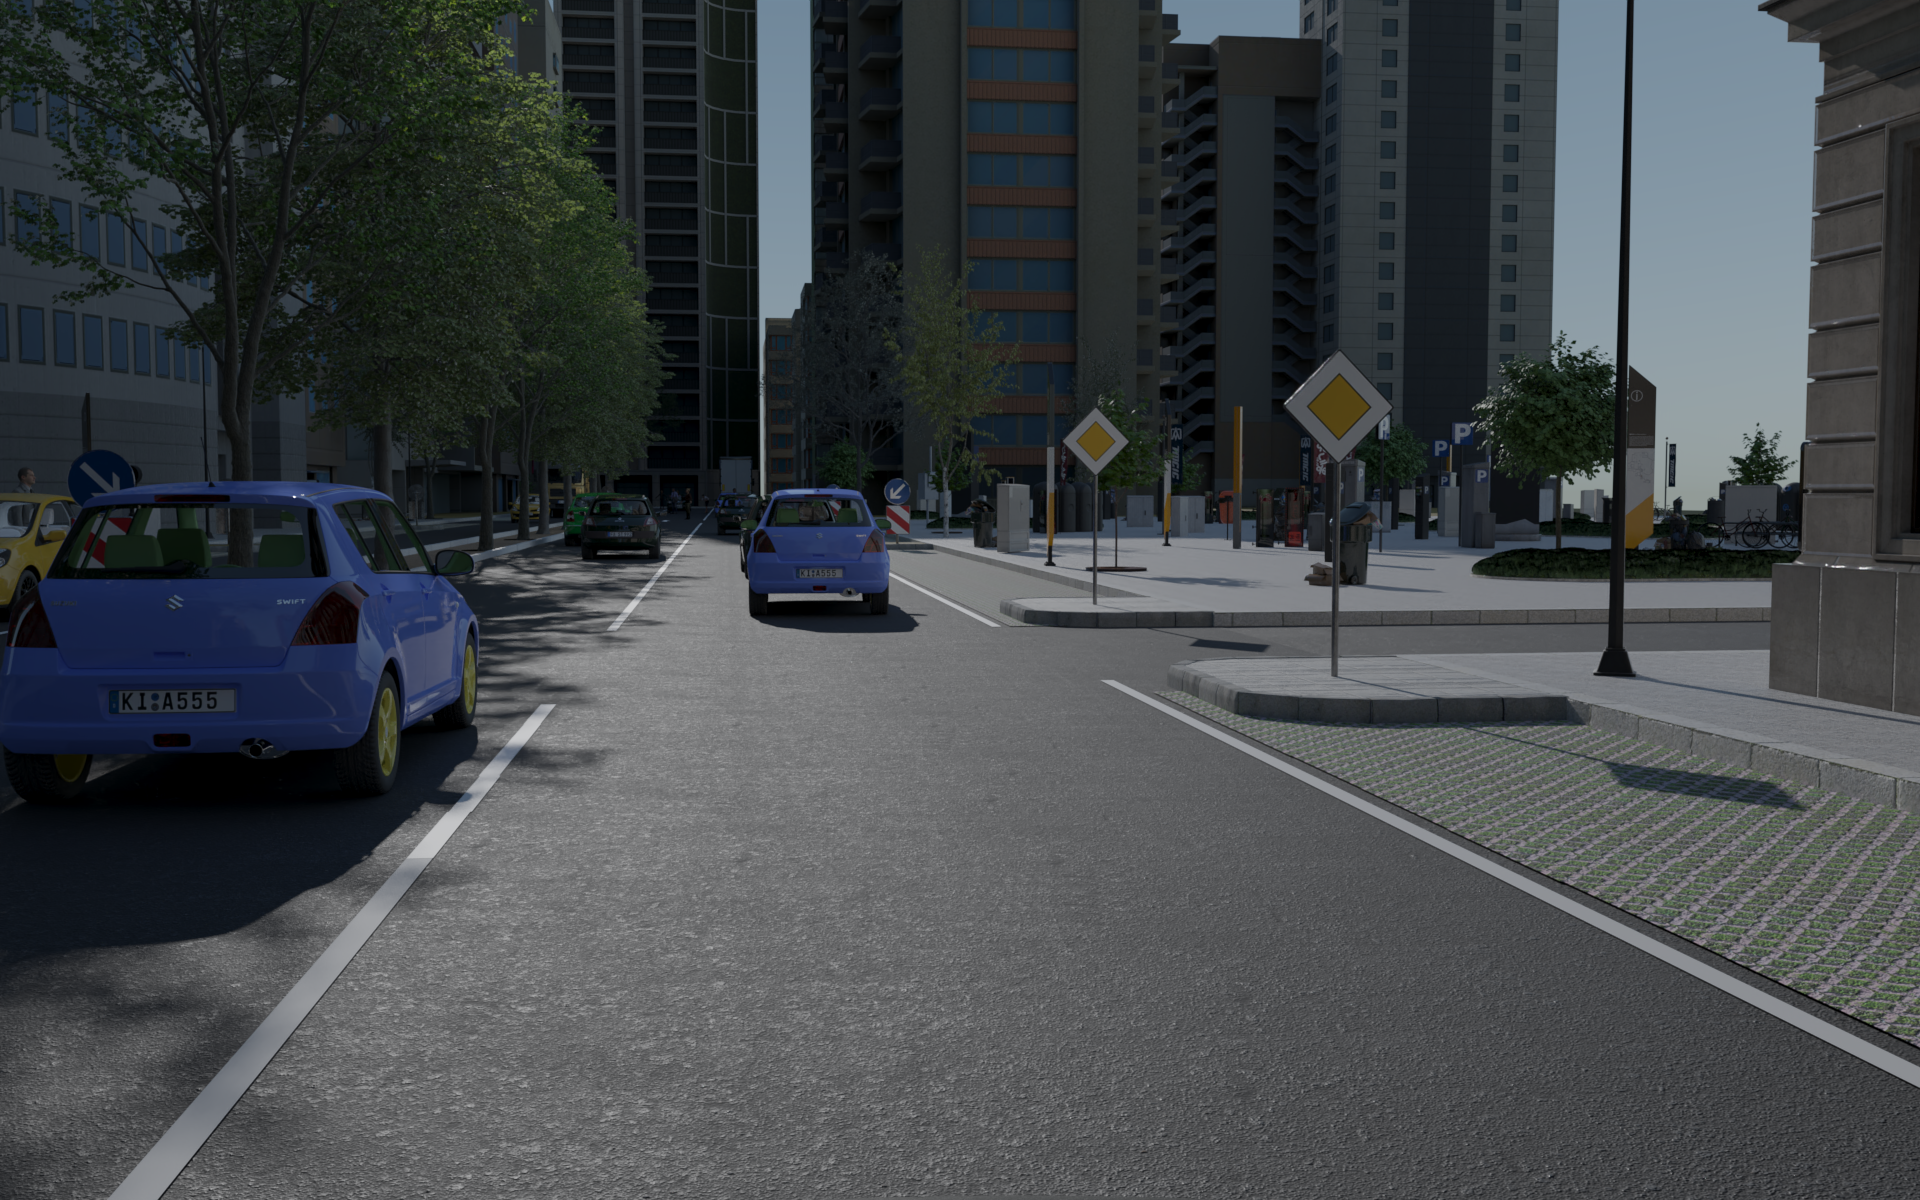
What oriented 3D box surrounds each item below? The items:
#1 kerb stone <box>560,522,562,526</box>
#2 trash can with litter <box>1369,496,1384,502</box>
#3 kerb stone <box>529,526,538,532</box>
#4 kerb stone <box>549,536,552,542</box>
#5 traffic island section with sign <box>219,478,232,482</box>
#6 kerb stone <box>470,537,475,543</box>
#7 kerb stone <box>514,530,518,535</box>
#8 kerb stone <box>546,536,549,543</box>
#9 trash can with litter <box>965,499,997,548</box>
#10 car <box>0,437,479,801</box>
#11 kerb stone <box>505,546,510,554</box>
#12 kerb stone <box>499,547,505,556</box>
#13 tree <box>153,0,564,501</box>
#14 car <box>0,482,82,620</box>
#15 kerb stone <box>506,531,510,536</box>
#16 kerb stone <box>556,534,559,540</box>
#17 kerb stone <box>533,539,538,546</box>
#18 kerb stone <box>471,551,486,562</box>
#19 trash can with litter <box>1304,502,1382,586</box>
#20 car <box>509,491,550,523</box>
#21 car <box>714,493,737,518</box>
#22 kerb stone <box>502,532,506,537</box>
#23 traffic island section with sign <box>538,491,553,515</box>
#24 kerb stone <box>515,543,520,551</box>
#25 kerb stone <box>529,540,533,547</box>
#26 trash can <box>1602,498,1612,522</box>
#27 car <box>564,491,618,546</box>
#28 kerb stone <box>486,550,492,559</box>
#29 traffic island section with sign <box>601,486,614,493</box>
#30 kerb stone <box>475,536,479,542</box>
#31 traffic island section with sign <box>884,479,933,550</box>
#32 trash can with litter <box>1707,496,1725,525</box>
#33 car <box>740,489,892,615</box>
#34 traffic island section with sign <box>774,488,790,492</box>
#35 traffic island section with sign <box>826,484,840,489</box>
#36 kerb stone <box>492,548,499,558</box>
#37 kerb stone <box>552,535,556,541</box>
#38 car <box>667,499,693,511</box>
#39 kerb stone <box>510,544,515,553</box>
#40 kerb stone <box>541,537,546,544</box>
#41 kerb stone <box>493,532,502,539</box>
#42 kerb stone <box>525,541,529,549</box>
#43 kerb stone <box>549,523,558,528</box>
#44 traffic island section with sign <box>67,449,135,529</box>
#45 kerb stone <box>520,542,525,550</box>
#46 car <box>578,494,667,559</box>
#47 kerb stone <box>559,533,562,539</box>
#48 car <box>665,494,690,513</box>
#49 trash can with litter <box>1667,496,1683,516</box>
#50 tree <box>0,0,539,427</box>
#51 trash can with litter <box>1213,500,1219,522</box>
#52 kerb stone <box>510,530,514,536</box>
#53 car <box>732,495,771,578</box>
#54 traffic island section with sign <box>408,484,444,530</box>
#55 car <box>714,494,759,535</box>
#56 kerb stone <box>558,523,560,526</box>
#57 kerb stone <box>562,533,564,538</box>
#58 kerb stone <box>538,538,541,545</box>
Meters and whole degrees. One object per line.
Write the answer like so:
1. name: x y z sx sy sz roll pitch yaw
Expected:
1. kerb stone: -17.784 -3.321 76.490 0.120 0.150 1.000 0 4 -8
2. trash can with litter: 13.870 -2.961 59.466 2.233 1.210 1.678 0 4 -4
3. kerb stone: -16.552 -2.760 67.325 0.120 0.150 1.000 0 4 -8
4. kerb stone: -12.282 -1.786 51.392 0.120 0.150 1.000 0 4 -8
5. traffic island section with sign: -18.374 -2.118 43.261 1.989 1.847 2.006 0 4 -8
6. kerb stone: -14.212 -1.701 50.059 0.120 0.150 1.000 0 4 -8
7. kerb stone: -15.585 -2.322 60.212 0.120 0.150 1.000 0 4 -8
8. kerb stone: -12.140 -1.723 50.374 0.120 0.150 1.000 0 4 -8
9. trash can with litter: 0.682 -1.853 41.683 0.624 1.170 1.055 3 5 44
10. car: -3.704 0.009 9.446 1.945 1.707 3.694 0 4 -7
11. kerb stone: -10.909 -1.165 41.242 0.120 0.150 1.000 0 4 -8
12. kerb stone: -10.763 -1.103 40.223 0.120 0.150 1.000 0 4 -8
13. tree: -10.655 -6.790 31.606 7.486 12.596 7.792 0 3 0
14. car: -11.466 -0.637 20.635 2.015 1.641 3.980 0 4 -6
15. kerb stone: -15.314 -2.201 58.174 0.120 0.150 1.000 0 4 -8
16. kerb stone: -12.547 -1.910 53.419 0.120 0.150 1.000 0 4 -8
17. kerb stone: -11.726 -1.533 47.323 0.120 0.150 1.000 0 4 -8
18. kerb stone: -10.359 -0.911 37.174 0.120 0.150 1.000 0 4 -8
19. trash can with litter: 5.390 -0.796 24.402 1.055 1.170 0.624 -3 4 -37
20. car: -21.537 -4.686 86.841 2.015 1.641 3.980 -1 4 -9
21. car: -14.235 -5.951 106.886 1.945 1.707 3.694 0 4 -6
22. kerb stone: -15.181 -2.138 57.153 0.120 0.150 1.000 0 4 -8
23. traffic island section with sign: -28.576 -6.735 118.742 1.989 1.847 2.006 0 4 -8
24. kerb stone: -11.185 -1.286 43.270 0.120 0.150 1.000 0 4 -8
25. kerb stone: -11.598 -1.475 46.309 0.120 0.150 1.000 0 4 -8
26. trash can: 26.169 -3.548 69.658 0.748 1.137 0.748 0 3 0
27. car: -10.203 -2.472 49.207 1.959 1.807 4.718 0 4 -7
28. kerb stone: -10.497 -0.964 38.194 0.120 0.150 1.000 0 4 -8
29. traffic island section with sign: -18.942 -5.180 92.830 2.006 1.907 1.989 0 4 -8
30. kerb stone: -14.351 -1.766 51.071 0.120 0.150 1.000 0 4 -8
31. traffic island section with sign: -1.805 -2.230 45.096 1.989 1.847 2.006 0 4 -8
32. trash can with litter: 23.770 -2.716 55.458 2.233 1.210 1.678 1 4 17
33. car: -1.809 -0.749 21.841 1.945 1.707 3.694 0 4 -6
34. traffic island section with sign: -15.726 -8.532 148.121 1.989 1.847 2.006 0 4 -8
35. traffic island section with sign: -5.411 -3.864 71.809 1.989 1.847 2.006 0 4 -8
36. kerb stone: -10.631 -1.041 39.210 0.120 0.150 1.000 0 4 -8
37. kerb stone: -12.411 -1.848 52.406 0.120 0.150 1.000 0 4 -8
38. car: -23.046 -7.970 142.113 2.131 1.459 4.920 0 4 -6
39. kerb stone: -11.046 -1.227 42.255 0.120 0.150 1.000 0 4 -8
40. kerb stone: -11.997 -1.661 49.350 0.120 0.150 1.000 0 4 -8
41. kerb stone: -15.040 -2.076 56.141 0.120 0.150 1.000 0 4 -8
42. kerb stone: -11.455 -1.413 45.296 0.120 0.150 1.000 0 4 -8
43. kerb stone: -17.513 -3.196 74.451 0.120 0.150 1.000 0 4 -8
44. traffic island section with sign: -8.865 -0.626 18.368 2.006 1.907 1.989 0 4 -8
45. kerb stone: -11.311 -1.351 44.284 0.120 0.150 1.000 0 4 -8
46. car: -7.715 -1.821 39.561 2.009 1.686 4.222 -1 4 -9
47. kerb stone: -12.691 -1.972 54.431 0.120 0.150 1.000 0 4 -8
48. car: -21.275 -7.410 130.946 2.009 1.686 4.222 -1 4 -9
49. trash can with litter: 41.709 -5.497 101.266 1.055 1.170 0.624 1 4 20
50. tree: -9.347 -5.757 22.342 9.928 11.665 9.643 0 3 0
51. trash can with litter: 11.602 -4.096 78.362 1.055 1.170 0.624 3 5 43
52. kerb stone: -15.454 -2.263 59.198 0.120 0.150 1.000 0 4 -8
53. car: -3.037 -1.292 30.909 2.009 1.686 4.222 -1 4 -9
54. traffic island section with sign: -21.978 -3.752 69.976 1.989 1.847 2.006 0 4 -8
55. car: -7.761 -3.175 61.706 2.009 1.686 4.222 0 4 -7
56. kerb stone: -17.653 -3.250 75.468 0.120 0.150 1.000 0 4 -8
57. kerb stone: -12.828 -2.034 55.445 0.120 0.150 1.000 0 4 -8
58. kerb stone: -11.866 -1.597 48.336 0.120 0.150 1.000 0 4 -8
